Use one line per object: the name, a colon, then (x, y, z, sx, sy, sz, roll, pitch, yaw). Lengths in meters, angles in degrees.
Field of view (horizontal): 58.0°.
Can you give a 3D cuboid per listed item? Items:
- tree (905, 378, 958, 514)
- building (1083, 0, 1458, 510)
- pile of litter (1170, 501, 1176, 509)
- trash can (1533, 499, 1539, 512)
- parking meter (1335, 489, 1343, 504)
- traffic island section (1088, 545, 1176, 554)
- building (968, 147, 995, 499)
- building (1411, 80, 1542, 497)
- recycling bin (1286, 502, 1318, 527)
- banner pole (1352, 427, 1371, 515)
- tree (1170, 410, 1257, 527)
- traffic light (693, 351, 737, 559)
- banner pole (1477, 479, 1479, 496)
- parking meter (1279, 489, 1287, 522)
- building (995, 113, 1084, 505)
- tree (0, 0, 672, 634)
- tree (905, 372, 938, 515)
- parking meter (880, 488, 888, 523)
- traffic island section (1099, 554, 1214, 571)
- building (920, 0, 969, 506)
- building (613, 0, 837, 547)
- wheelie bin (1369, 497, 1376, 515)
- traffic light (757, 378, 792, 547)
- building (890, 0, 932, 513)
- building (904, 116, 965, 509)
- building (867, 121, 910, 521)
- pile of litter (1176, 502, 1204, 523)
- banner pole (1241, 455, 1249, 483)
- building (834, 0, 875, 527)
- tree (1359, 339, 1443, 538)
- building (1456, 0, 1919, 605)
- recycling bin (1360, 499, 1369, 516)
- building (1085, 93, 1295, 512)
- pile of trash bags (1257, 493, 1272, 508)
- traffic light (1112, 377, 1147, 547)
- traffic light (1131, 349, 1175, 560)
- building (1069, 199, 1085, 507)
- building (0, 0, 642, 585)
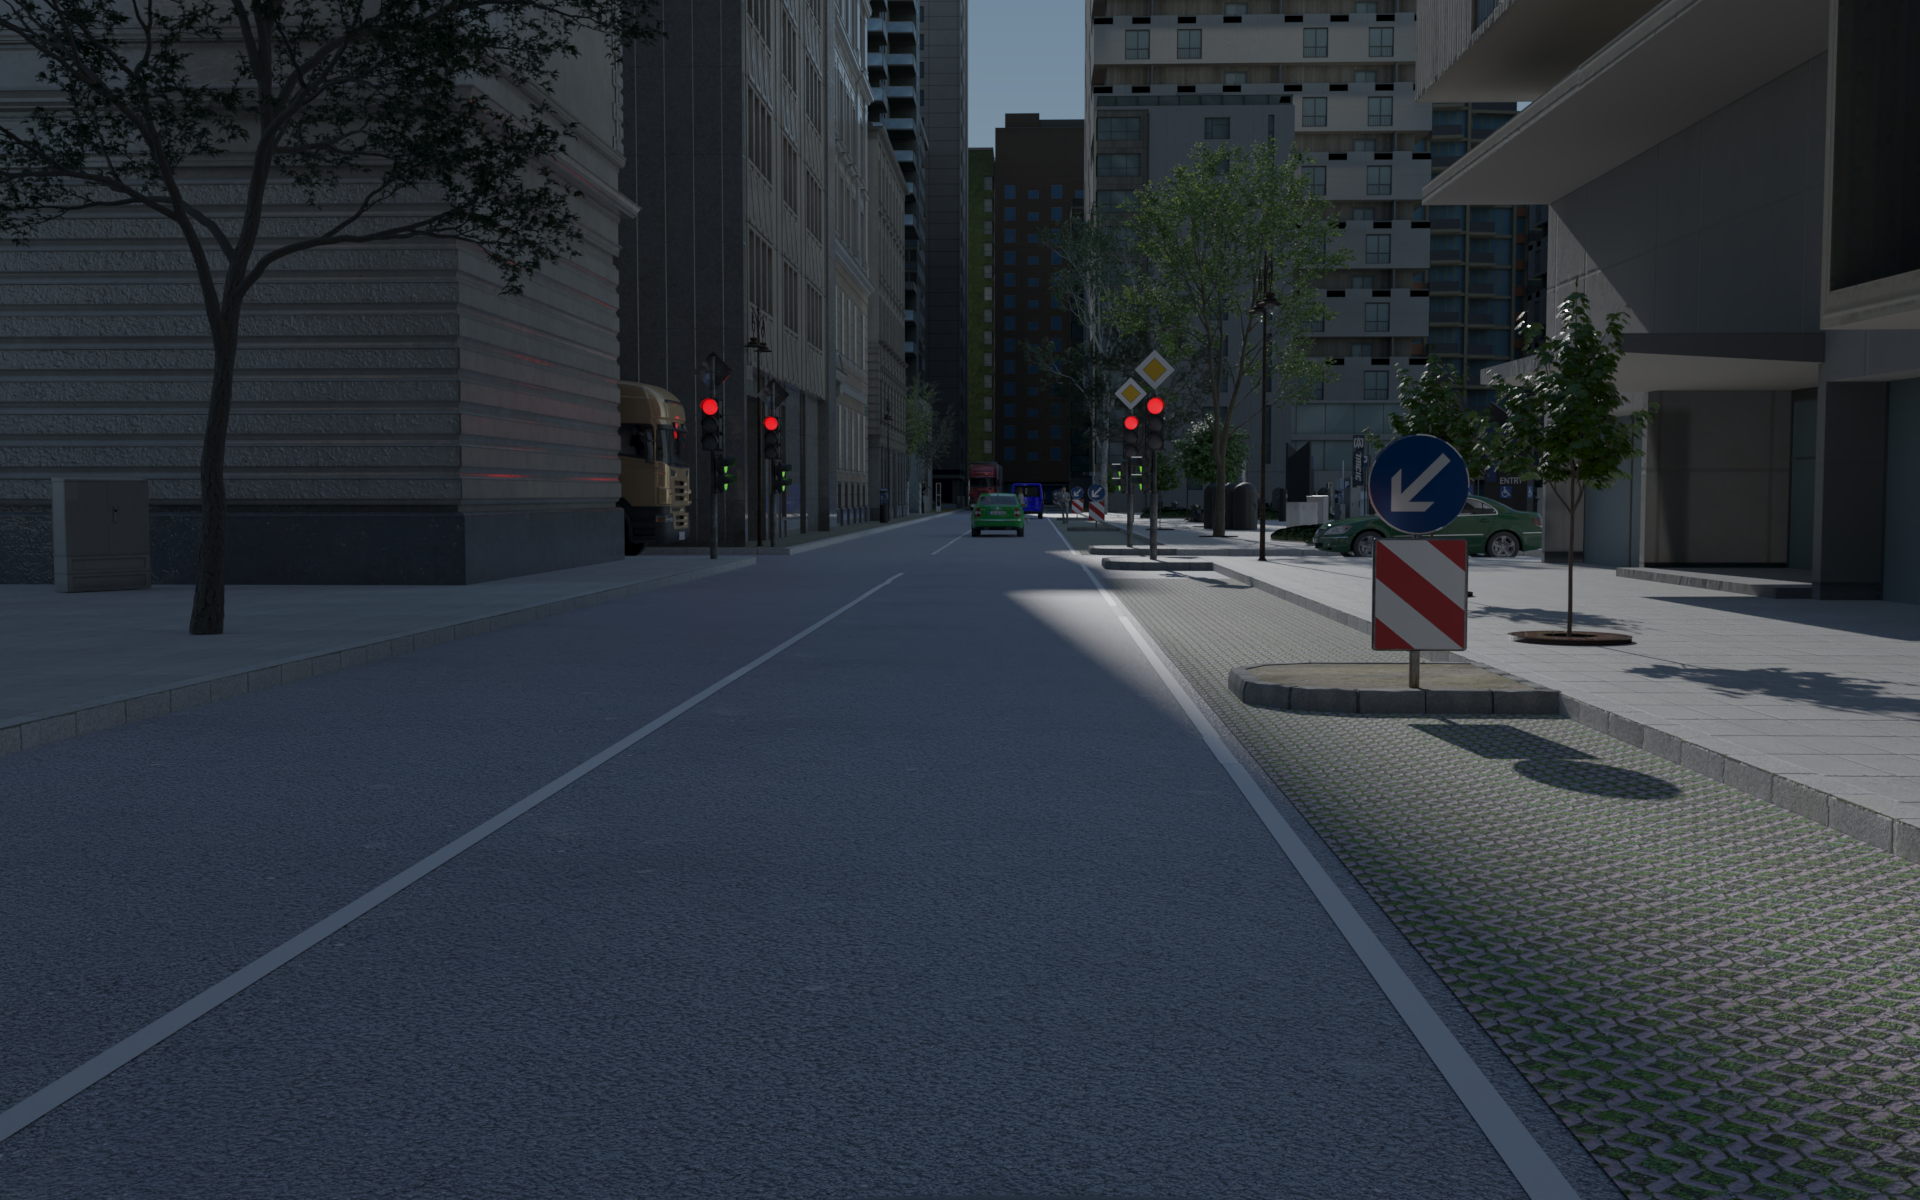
tree: (-2.304, -9.774, 110.165, 4.360, 8.622, 3.978, 0, 3, 0)
building: (24.469, -34.219, 148.712, 28.713, 52.752, 27.495, 0, 4, 2)
pile of litter: (13.230, -5.647, 106.298, 1.719, 0.858, 1.176, 3, 4, 37)
trash can: (18.015, -2.651, 55.001, 0.748, 1.137, 0.748, 0, 3, 0)
parking meter: (18.006, -4.523, 82.359, 0.372, 1.533, 0.369, 0, 3, 0)
traffic island section: (4.125, -1.197, 41.851, 2.009, 0.180, 2.903, 0, 4, 2)
building: (-2.728, -32.039, 207.430, 14.086, 41.232, 14.154, 0, 4, 2)
building: (43.555, -32.112, 179.662, 28.867, 44.769, 22.147, 0, 4, 2)
recycling bin: (10.631, -2.527, 53.871, 0.722, 1.027, 0.722, -2, 4, -24)
banner pole: (14.959, -4.550, 64.413, 0.863, 3.779, 0.401, -1, 4, -11)
tree: (9.835, -5.101, 67.113, 4.285, 4.588, 4.351, 0, 3, 0)
traffic light: (-4.842, -2.763, 34.090, 0.839, 4.253, 0.868, 0, 4, 2)
banner pole: (30.502, -6.845, 101.940, 0.401, 3.779, 0.863, 1, 4, 17)
parking meter: (15.069, -4.427, 80.792, 0.372, 1.533, 0.369, 0, 3, 0)
building: (11.406, -34.048, 206.796, 14.200, 45.320, 14.600, 0, 4, 2)
tree: (-6.616, -4.953, 15.400, 7.601, 10.594, 8.767, 2, 4, 27)
tree: (-3.352, -9.427, 104.494, 4.737, 8.622, 4.395, 0, 3, 0)
parking meter: (-3.374, -4.180, 76.749, 0.372, 1.533, 0.369, 0, 3, 0)
traffic island section: (3.802, -0.709, 33.872, 2.009, 0.180, 2.903, 0, 4, 2)
building: (-9.722, -45.484, 181.918, 20.611, 71.187, 20.563, 0, 4, 2)
building: (-10.795, -14.271, 51.348, 12.078, 24.808, 19.932, 0, 4, 2)
wheelie bin: (19.775, -4.549, 82.280, 0.980, 1.594, 0.693, 2, 4, 25)
traffic light: (-4.520, -3.251, 42.068, 0.839, 4.253, 0.868, 0, 4, 2)
building: (-13.010, -50.069, 131.301, 22.319, 86.520, 31.000, 0, 4, 2)
building: (-15.881, -28.649, 160.298, 32.217, 40.220, 23.993, 0, 4, 2)
building: (-8.105, -14.788, 90.930, 9.793, 20.994, 18.267, 0, 4, 2)
pile of litter: (10.845, -3.938, 78.353, 1.176, 0.858, 1.719, -2, 4, -25)
banner pole: (17.763, -7.207, 107.853, 0.863, 3.779, 0.401, -3, 5, -44)
building: (-10.840, -17.451, 71.234, 13.634, 28.700, 20.117, 0, 4, 2)
tree: (5.819, -1.662, 21.770, 1.663, 3.219, 1.824, 0, 3, 0)
building: (21.442, -26.231, 18.118, 28.713, 52.752, 27.495, 0, 4, 2)
recycling bin: (23.004, -5.154, 96.817, 0.722, 1.027, 0.722, -1, 4, -17)
building: (16.879, -21.848, 128.919, 14.160, 30.474, 14.107, 0, 4, 2)
pile of trash bags: (20.124, -6.331, 113.268, 1.912, 1.369, 3.447, -2, 4, -28)
traffic light: (4.085, -3.230, 41.738, 0.839, 4.253, 0.868, 0, 4, 2)
traffic light: (3.763, -2.742, 33.760, 0.839, 4.253, 0.868, 0, 4, 2)
building: (17.842, -24.434, 171.193, 14.160, 30.474, 14.107, 0, 4, 2)
building: (-15.980, -12.225, 28.750, 19.941, 23.489, 11.050, 0, 4, 2)
